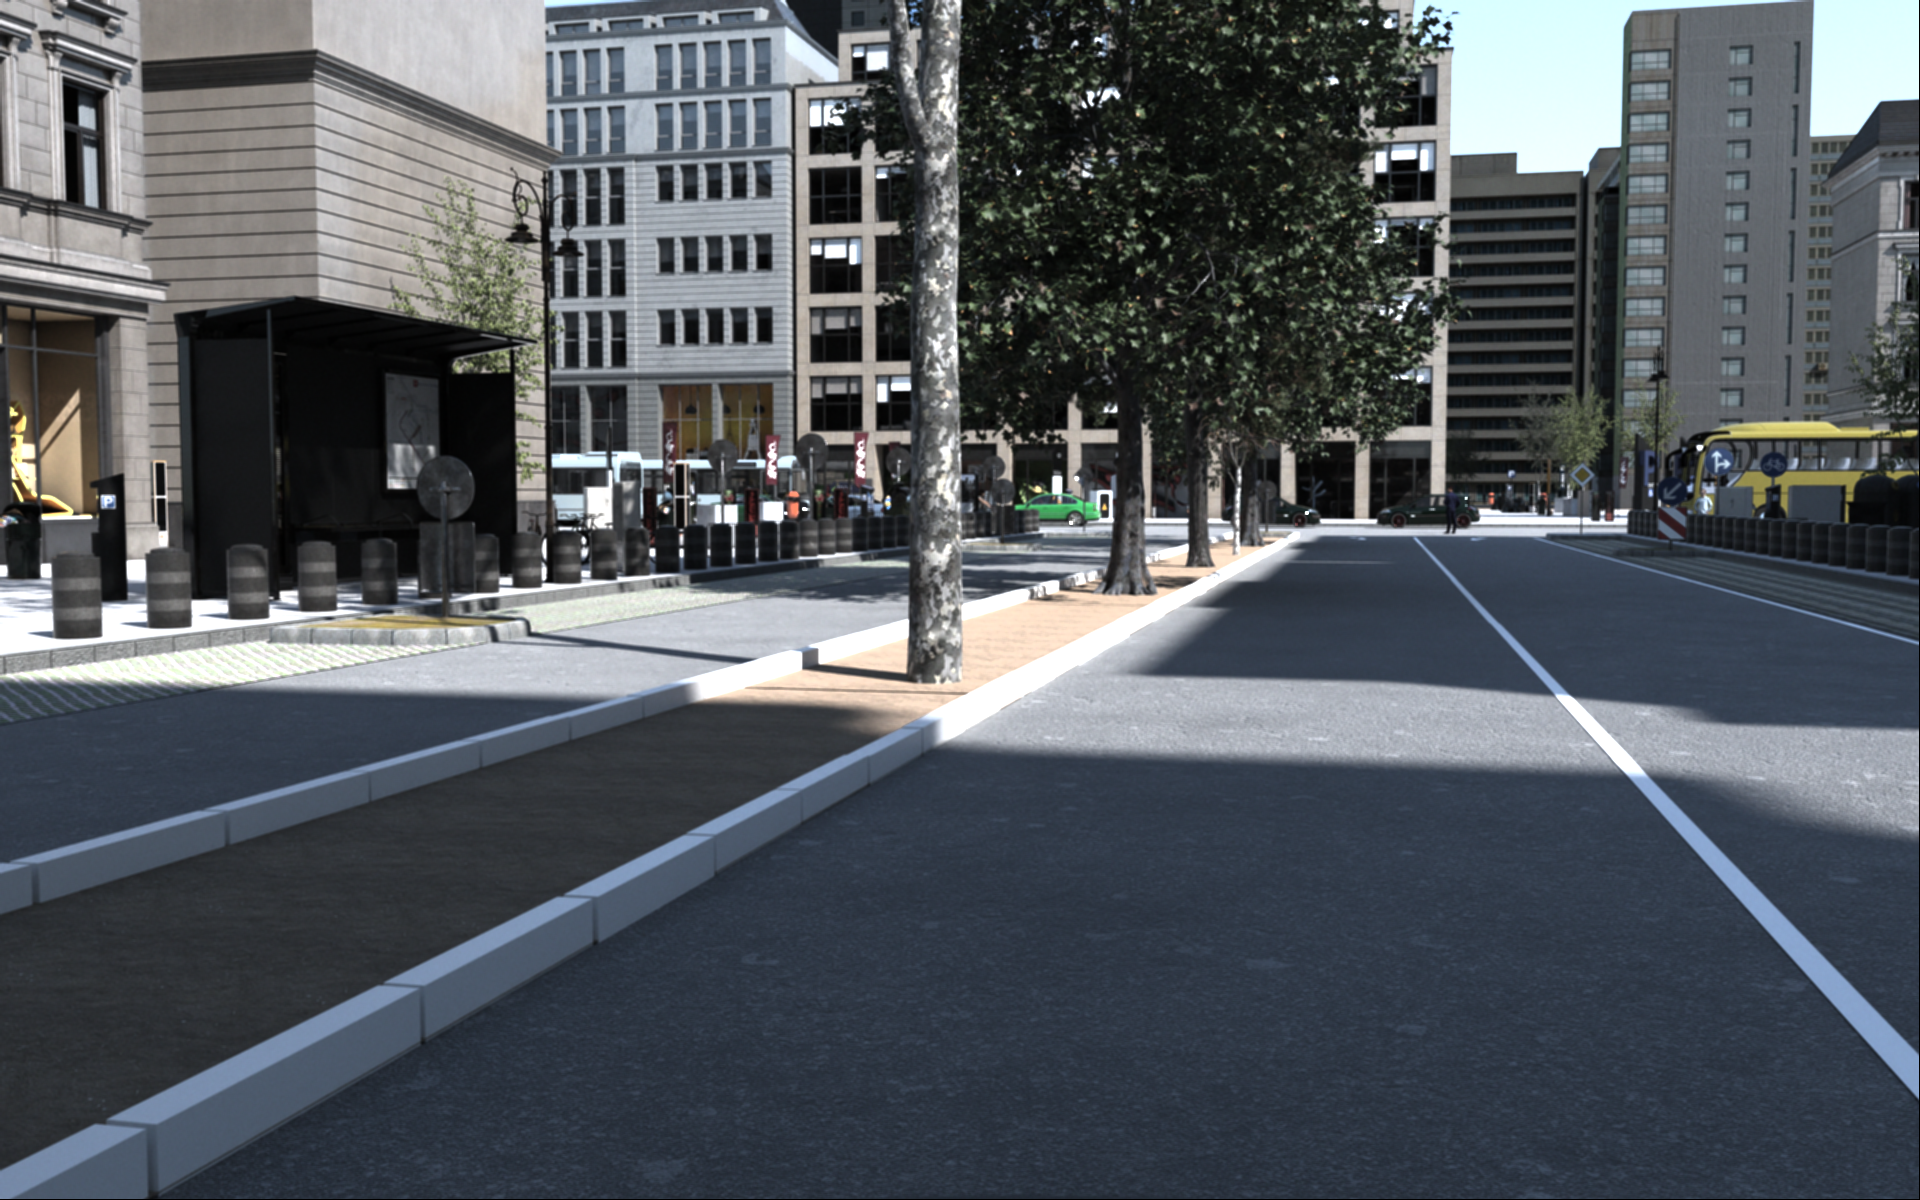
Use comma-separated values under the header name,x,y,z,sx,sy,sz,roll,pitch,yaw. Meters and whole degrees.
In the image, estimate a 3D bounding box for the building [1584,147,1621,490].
name,x,y,z,sx,sy,sz,roll,pitch,yaw
building,97.515,-37.854,242.612,21.600,48.544,21.300,1,4,13

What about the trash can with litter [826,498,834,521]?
name,x,y,z,sx,sy,sz,roll,pitch,yaw
trash can with litter,-4.020,-2.765,56.594,1.055,1.170,0.624,0,4,3

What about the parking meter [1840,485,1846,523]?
name,x,y,z,sx,sy,sz,roll,pitch,yaw
parking meter,23.845,-2.364,47.061,0.372,1.533,0.369,0,3,0

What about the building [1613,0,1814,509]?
name,x,y,z,sx,sy,sz,roll,pitch,yaw
building,63.793,-28.464,148.974,14.154,41.232,14.086,1,4,13

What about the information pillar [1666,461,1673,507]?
name,x,y,z,sx,sy,sz,roll,pitch,yaw
information pillar,53.690,-8.551,131.166,0.504,3.616,0.183,3,4,38

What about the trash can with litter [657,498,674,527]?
name,x,y,z,sx,sy,sz,roll,pitch,yaw
trash can with litter,-7.592,-1.978,43.726,1.055,1.170,0.624,2,4,35

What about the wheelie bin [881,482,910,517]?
name,x,y,z,sx,sy,sz,roll,pitch,yaw
wheelie bin,-1.597,-2.279,45.163,0.693,1.594,0.980,2,4,23

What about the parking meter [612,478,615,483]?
name,x,y,z,sx,sy,sz,roll,pitch,yaw
parking meter,-12.695,-3.508,63.060,0.255,1.863,0.399,-1,4,-12

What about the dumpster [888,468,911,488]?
name,x,y,z,sx,sy,sz,roll,pitch,yaw
dumpster,-1.392,-3.249,55.613,1.502,2.255,1.985,1,4,13

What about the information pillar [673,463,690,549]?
name,x,y,z,sx,sy,sz,roll,pitch,yaw
information pillar,-6.524,-2.212,40.662,0.304,2.012,0.304,1,4,10

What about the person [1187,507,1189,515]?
name,x,y,z,sx,sy,sz,roll,pitch,yaw
person,7.981,-2.847,58.964,0.435,1.345,0.340,-2,4,-32

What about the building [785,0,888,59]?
name,x,y,z,sx,sy,sz,roll,pitch,yaw
building,-14.640,-46.860,204.406,20.611,71.187,20.563,1,4,13

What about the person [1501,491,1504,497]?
name,x,y,z,sx,sy,sz,roll,pitch,yaw
person,67.921,-12.732,216.630,0.705,1.831,1.348,2,4,30

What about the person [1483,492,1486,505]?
name,x,y,z,sx,sy,sz,roll,pitch,yaw
person,64.315,-12.387,212.497,0.415,1.643,0.593,3,4,36

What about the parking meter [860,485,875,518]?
name,x,y,z,sx,sy,sz,roll,pitch,yaw
parking meter,-2.493,-2.339,46.661,0.372,1.533,0.369,0,3,0

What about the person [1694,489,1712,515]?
name,x,y,z,sx,sy,sz,roll,pitch,yaw
person,24.503,-2.863,57.123,0.589,1.601,0.330,3,5,44

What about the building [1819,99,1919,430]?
name,x,y,z,sx,sy,sz,roll,pitch,yaw
building,45.968,-14.410,86.508,40.483,20.767,10.553,1,4,13

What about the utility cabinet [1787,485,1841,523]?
name,x,y,z,sx,sy,sz,roll,pitch,yaw
utility cabinet,21.554,-2.144,43.729,1.173,1.500,0.318,0,4,5

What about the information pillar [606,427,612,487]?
name,x,y,z,sx,sy,sz,roll,pitch,yaw
information pillar,-12.210,-4.217,60.297,0.183,3.616,0.504,-2,4,-24

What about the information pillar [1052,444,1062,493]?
name,x,y,z,sx,sy,sz,roll,pitch,yaw
information pillar,4.510,-5.442,80.331,0.504,3.616,0.183,-2,4,-24

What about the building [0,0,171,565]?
name,x,y,z,sx,sy,sz,roll,pitch,yaw
building,-24.699,-10.056,15.324,10.553,20.767,40.483,1,4,13

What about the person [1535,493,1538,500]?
name,x,y,z,sx,sy,sz,roll,pitch,yaw
person,72.607,-12.785,217.480,1.348,1.831,0.705,3,5,42

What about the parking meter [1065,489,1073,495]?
name,x,y,z,sx,sy,sz,roll,pitch,yaw
parking meter,9.290,-8.468,146.866,0.372,1.533,0.369,0,3,0

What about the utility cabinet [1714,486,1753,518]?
name,x,y,z,sx,sy,sz,roll,pitch,yaw
utility cabinet,22.726,-2.584,50.933,0.318,1.500,1.173,-1,4,-21

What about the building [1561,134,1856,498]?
name,x,y,z,sx,sy,sz,roll,pitch,yaw
building,80.258,-29.828,179.561,32.217,40.220,23.993,1,4,13

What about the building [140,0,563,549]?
name,x,y,z,sx,sy,sz,roll,pitch,yaw
building,-24.890,-15.275,47.016,25.104,27.353,12.463,1,4,13

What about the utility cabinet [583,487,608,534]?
name,x,y,z,sx,sy,sz,roll,pitch,yaw
utility cabinet,-11.328,-2.829,54.936,1.173,1.500,0.318,-3,4,-38

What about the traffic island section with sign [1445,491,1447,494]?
name,x,y,z,sx,sy,sz,roll,pitch,yaw
traffic island section with sign,46.819,-9.761,168.223,1.989,1.847,2.006,1,4,13

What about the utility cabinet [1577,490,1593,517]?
name,x,y,z,sx,sy,sz,roll,pitch,yaw
utility cabinet,35.053,-5.403,97.015,0.318,1.500,1.173,-1,4,-11

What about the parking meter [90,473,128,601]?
name,x,y,z,sx,sy,sz,roll,pitch,yaw
parking meter,-10.230,-0.758,20.812,0.372,1.533,0.369,0,3,0

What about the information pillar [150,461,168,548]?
name,x,y,z,sx,sy,sz,roll,pitch,yaw
information pillar,-17.816,-2.076,38.437,0.304,2.012,0.304,2,4,32

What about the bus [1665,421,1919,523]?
name,x,y,z,sx,sy,sz,roll,pitch,yaw
bus,30.782,-4.125,58.994,12.252,3.916,2.896,1,4,12

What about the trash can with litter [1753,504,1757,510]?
name,x,y,z,sx,sy,sz,roll,pitch,yaw
trash can with litter,23.630,-2.523,52.631,1.055,1.170,0.624,-2,4,-31

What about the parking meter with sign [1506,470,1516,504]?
name,x,y,z,sx,sy,sz,roll,pitch,yaw
parking meter with sign,40.473,-8.028,127.517,0.543,3.016,1.738,1,4,10

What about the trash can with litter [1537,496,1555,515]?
name,x,y,z,sx,sy,sz,roll,pitch,yaw
trash can with litter,35.942,-5.802,106.253,1.055,1.170,0.624,1,4,22

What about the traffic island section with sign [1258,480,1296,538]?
name,x,y,z,sx,sy,sz,roll,pitch,yaw
traffic island section with sign,10.181,-3.032,57.702,2.006,1.907,1.989,1,4,13

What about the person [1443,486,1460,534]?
name,x,y,z,sx,sy,sz,roll,pitch,yaw
person,17.745,-3.274,62.732,0.576,1.737,0.504,-2,4,-34

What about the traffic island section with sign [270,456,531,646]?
name,x,y,z,sx,sy,sz,roll,pitch,yaw
traffic island section with sign,-5.405,-0.526,17.226,1.989,1.847,2.006,1,4,13

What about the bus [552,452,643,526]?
name,x,y,z,sx,sy,sz,roll,pitch,yaw
bus,-20.862,-5.067,77.704,13.247,3.499,2.948,1,4,14

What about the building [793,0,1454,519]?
name,x,y,z,sx,sy,sz,roll,pitch,yaw
building,9.910,-18.012,99.004,34.151,26.468,19.350,1,4,13

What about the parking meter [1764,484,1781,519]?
name,x,y,z,sx,sy,sz,roll,pitch,yaw
parking meter,21.049,-2.230,44.879,0.372,1.533,0.369,0,3,0

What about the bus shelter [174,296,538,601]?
name,x,y,z,sx,sy,sz,roll,pitch,yaw
bus shelter,-8.002,-1.988,23.789,1.731,3.624,6.357,1,4,13

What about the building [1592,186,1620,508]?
name,x,y,z,sx,sy,sz,roll,pitch,yaw
building,67.073,-23.960,163.449,14.160,30.474,14.107,1,4,13

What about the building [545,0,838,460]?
name,x,y,z,sx,sy,sz,roll,pitch,yaw
building,-22.354,-19.818,101.510,29.804,29.767,11.434,1,4,13

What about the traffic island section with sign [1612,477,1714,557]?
name,x,y,z,sx,sy,sz,roll,pitch,yaw
traffic island section with sign,16.199,-1.919,40.004,1.989,1.847,2.006,1,4,13

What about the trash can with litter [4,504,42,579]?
name,x,y,z,sx,sy,sz,roll,pitch,yaw
trash can with litter,-14.274,-0.908,26.229,0.624,1.170,1.055,-2,4,-35

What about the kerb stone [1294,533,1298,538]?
name,x,y,z,sx,sy,sz,roll,pitch,yaw
kerb stone,10.363,-1.945,54.004,0.120,0.150,1.000,1,4,13

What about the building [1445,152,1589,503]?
name,x,y,z,sx,sy,sz,roll,pitch,yaw
building,76.661,-38.200,248.268,21.600,48.544,21.300,1,4,13

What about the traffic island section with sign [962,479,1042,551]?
name,x,y,z,sx,sy,sz,roll,pitch,yaw
traffic island section with sign,1.040,-2.177,44.224,1.989,1.847,2.006,1,4,13

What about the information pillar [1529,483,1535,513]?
name,x,y,z,sx,sy,sz,roll,pitch,yaw
information pillar,38.807,-6.910,117.477,0.304,2.012,0.304,3,5,41

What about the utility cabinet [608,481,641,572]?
name,x,y,z,sx,sy,sz,roll,pitch,yaw
utility cabinet,-5.537,-1.223,28.683,0.318,1.500,1.173,-1,4,-20

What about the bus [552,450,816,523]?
name,x,y,z,sx,sy,sz,roll,pitch,yaw
bus,-12.389,-5.175,79.470,13.247,3.499,2.948,1,4,12
